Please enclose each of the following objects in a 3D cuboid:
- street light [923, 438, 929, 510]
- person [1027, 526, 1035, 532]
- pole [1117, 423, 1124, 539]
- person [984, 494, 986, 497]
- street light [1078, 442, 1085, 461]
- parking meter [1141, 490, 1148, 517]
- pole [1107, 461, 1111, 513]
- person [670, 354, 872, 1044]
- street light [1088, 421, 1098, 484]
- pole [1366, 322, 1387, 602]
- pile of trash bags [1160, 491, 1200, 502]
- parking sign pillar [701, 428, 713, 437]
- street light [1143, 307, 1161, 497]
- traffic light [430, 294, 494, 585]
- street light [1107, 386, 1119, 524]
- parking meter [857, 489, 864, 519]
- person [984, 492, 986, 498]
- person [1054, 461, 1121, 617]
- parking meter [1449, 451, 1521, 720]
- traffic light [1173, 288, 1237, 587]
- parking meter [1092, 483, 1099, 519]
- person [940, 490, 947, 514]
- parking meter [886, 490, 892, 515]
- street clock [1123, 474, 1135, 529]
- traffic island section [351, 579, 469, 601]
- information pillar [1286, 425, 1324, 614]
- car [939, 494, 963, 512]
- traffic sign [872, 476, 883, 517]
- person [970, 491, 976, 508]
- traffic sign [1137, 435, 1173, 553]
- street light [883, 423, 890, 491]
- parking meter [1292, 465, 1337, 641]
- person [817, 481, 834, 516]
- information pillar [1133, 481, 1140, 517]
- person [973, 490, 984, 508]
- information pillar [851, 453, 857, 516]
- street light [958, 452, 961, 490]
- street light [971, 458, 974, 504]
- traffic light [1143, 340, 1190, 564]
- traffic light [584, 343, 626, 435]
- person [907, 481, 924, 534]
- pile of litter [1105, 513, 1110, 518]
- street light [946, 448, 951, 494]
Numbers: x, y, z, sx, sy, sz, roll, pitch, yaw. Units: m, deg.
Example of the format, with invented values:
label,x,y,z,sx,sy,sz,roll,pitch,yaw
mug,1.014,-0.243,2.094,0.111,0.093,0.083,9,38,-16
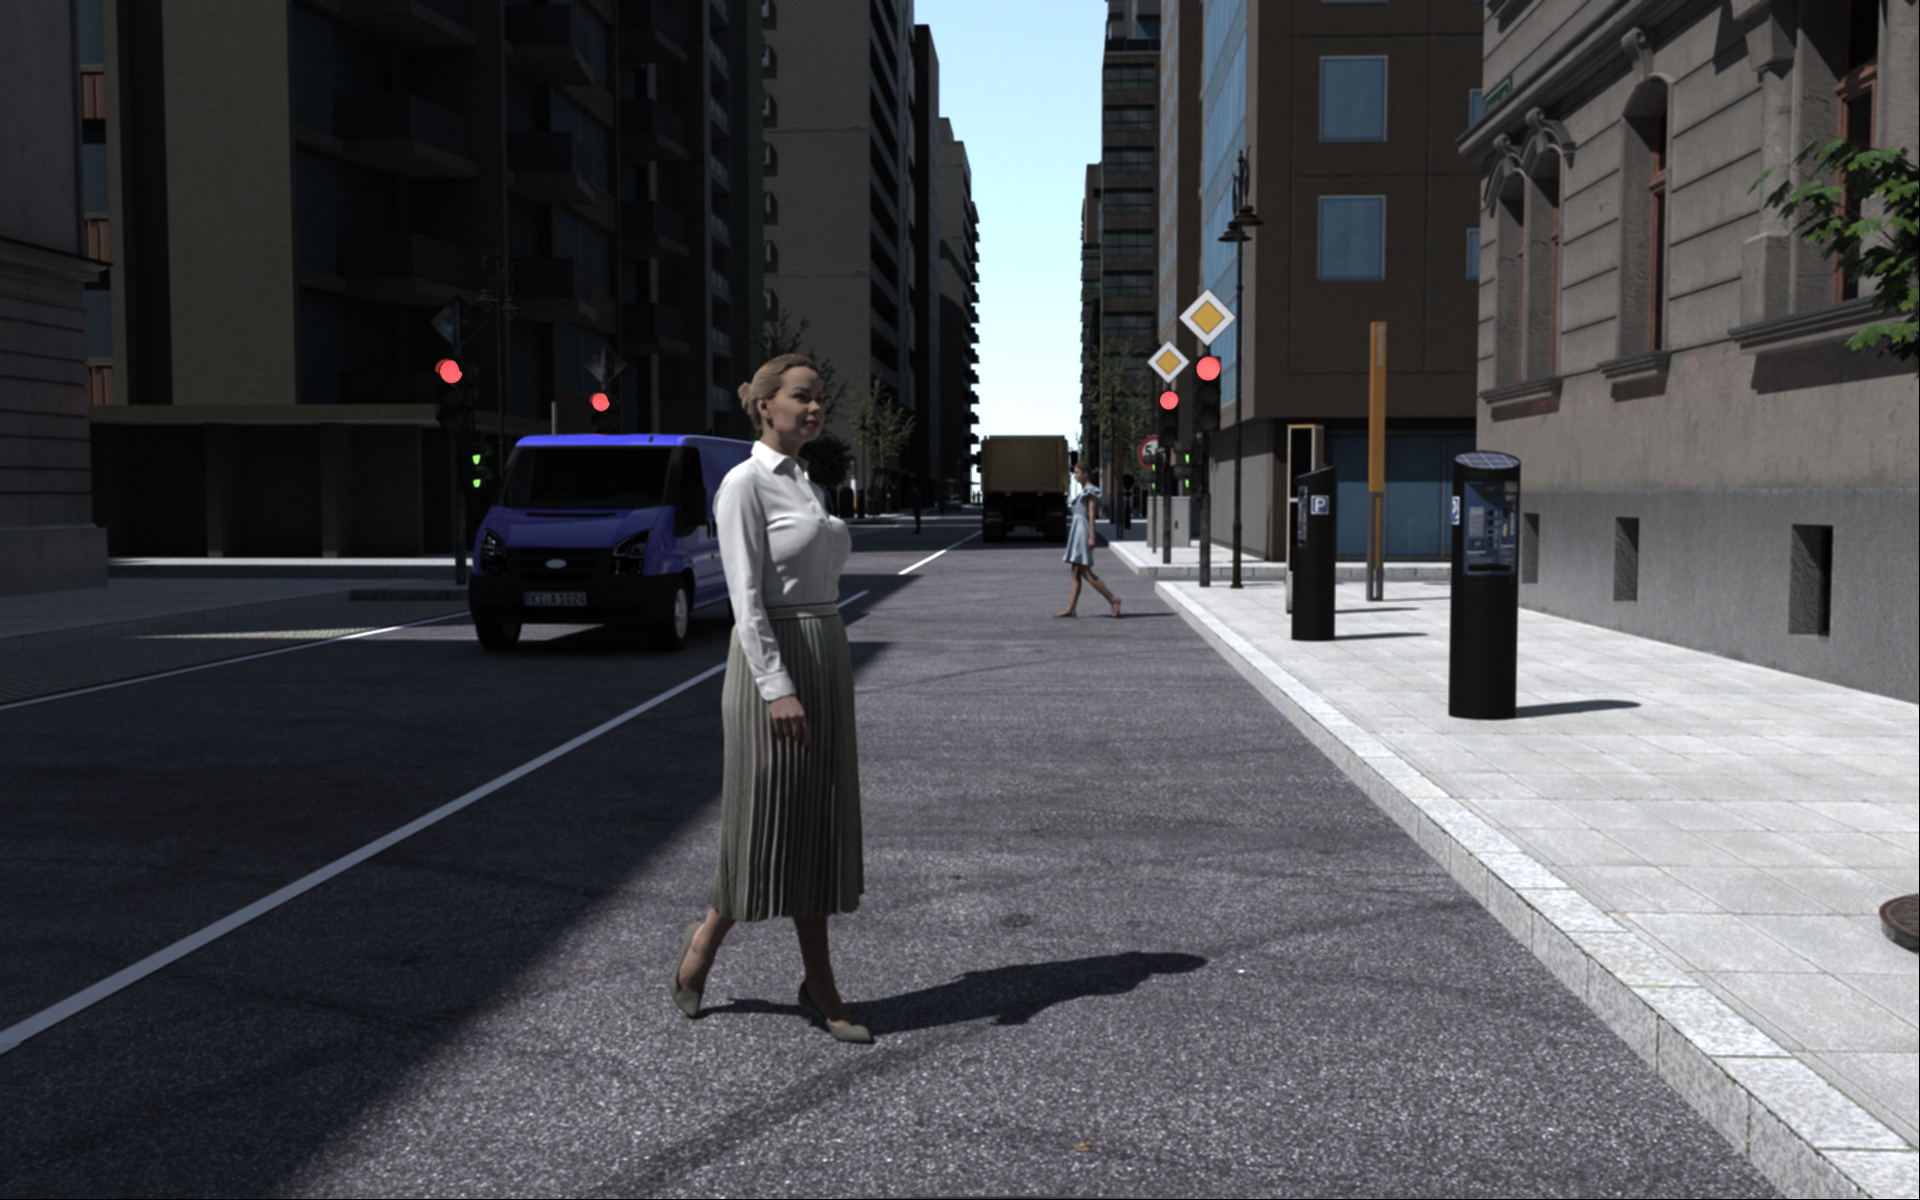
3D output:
label,x,y,z,sx,sy,sz,roll,pitch,yaw
street light,-2.772,-10.264,140.596,0.468,5.910,1.993,0,4,3
person,2.649,-3.469,65.883,0.731,1.740,0.598,2,4,35
pole,4.614,-3.425,49.846,0.158,3.312,0.155,0,3,0
person,3.161,-11.749,200.696,1.348,1.812,0.705,-3,4,-37
street light,10.764,-10.931,151.508,0.468,5.910,1.993,0,4,3
parking meter,10.271,-5.371,96.232,0.372,1.533,0.369,0,3,0
pole,9.180,-6.885,106.413,0.158,3.312,0.155,0,3,0
person,-0.518,0.252,4.604,0.641,1.798,0.478,3,4,37
street light,8.278,-8.163,106.261,0.468,5.910,1.993,0,4,3
pole,4.965,-1.639,20.645,0.158,3.312,0.155,0,3,0
pile of trash bags,7.248,-2.884,56.912,1.912,1.369,3.447,1,4,23
parking sign pillar,-10.696,-5.031,70.729,1.447,3.967,1.447,0,4,8
street light,4.785,-4.289,42.910,0.468,5.910,1.993,0,4,3
traffic light,-7.033,-2.167,24.359,0.839,4.253,0.868,0,4,3
street light,6.564,-6.211,74.339,0.468,5.910,1.993,0,4,3
parking meter,-5.188,-5.021,90.509,0.372,1.533,0.369,0,3,0
person,3.218,-12.382,211.870,0.541,1.710,0.530,0,4,-7
person,1.476,-0.699,20.030,0.778,1.811,0.616,0,4,7
parking meter,3.018,-0.095,9.965,0.372,1.533,0.369,0,3,0
traffic light,3.364,-2.134,23.818,0.839,4.253,0.868,0,4,3
parking meter,7.009,-5.120,89.421,0.399,1.863,0.255,0,4,-4
person,-1.192,-7.015,123.908,0.721,1.735,1.217,1,4,20
parking meter,-4.440,-6.088,107.942,0.372,1.533,0.369,0,3,0
street clock,6.155,-3.605,63.519,0.471,2.002,0.358,2,4,25
traffic island section,-7.073,-0.135,24.496,2.009,0.180,2.903,0,4,3
information pillar,3.689,-0.860,18.545,0.304,2.012,0.304,2,4,28
car,-0.759,-7.686,137.674,2.014,1.417,4.499,0,4,2
traffic sign,-4.692,-5.890,98.437,0.606,2.300,0.079,0,4,8
person,1.339,-10.618,182.626,0.750,1.759,0.617,1,4,13
traffic sign,4.212,-2.283,37.436,0.768,2.556,0.104,1,4,11
street light,-4.534,-8.339,109.133,0.468,5.910,1.993,0,4,3
parking meter,3.109,-0.416,15.207,0.372,1.533,0.369,0,3,0
person,-3.992,-2.545,50.130,0.660,1.820,0.620,-1,4,-10
information pillar,9.901,-5.669,97.180,0.304,2.012,0.304,3,4,38
person,1.936,-10.444,179.240,1.348,1.826,0.705,-1,4,-19
information pillar,-6.109,-6.607,99.376,0.183,3.616,0.504,-2,4,-35
street light,-0.066,-13.441,192.547,0.468,5.910,1.993,0,4,3
street light,1.623,-15.367,224.033,0.468,5.910,1.993,0,4,3
traffic light,3.793,-2.622,31.791,0.839,4.253,0.868,0,4,3
traffic light,-6.604,-2.655,32.332,0.839,4.253,0.868,0,4,3
person,-1.632,-3.369,62.948,0.474,1.900,0.648,2,4,28
pile of litter,8.350,-4.885,93.836,1.176,0.858,1.719,2,4,30
street light,-1.168,-12.184,171.990,0.468,5.910,1.993,0,4,3
